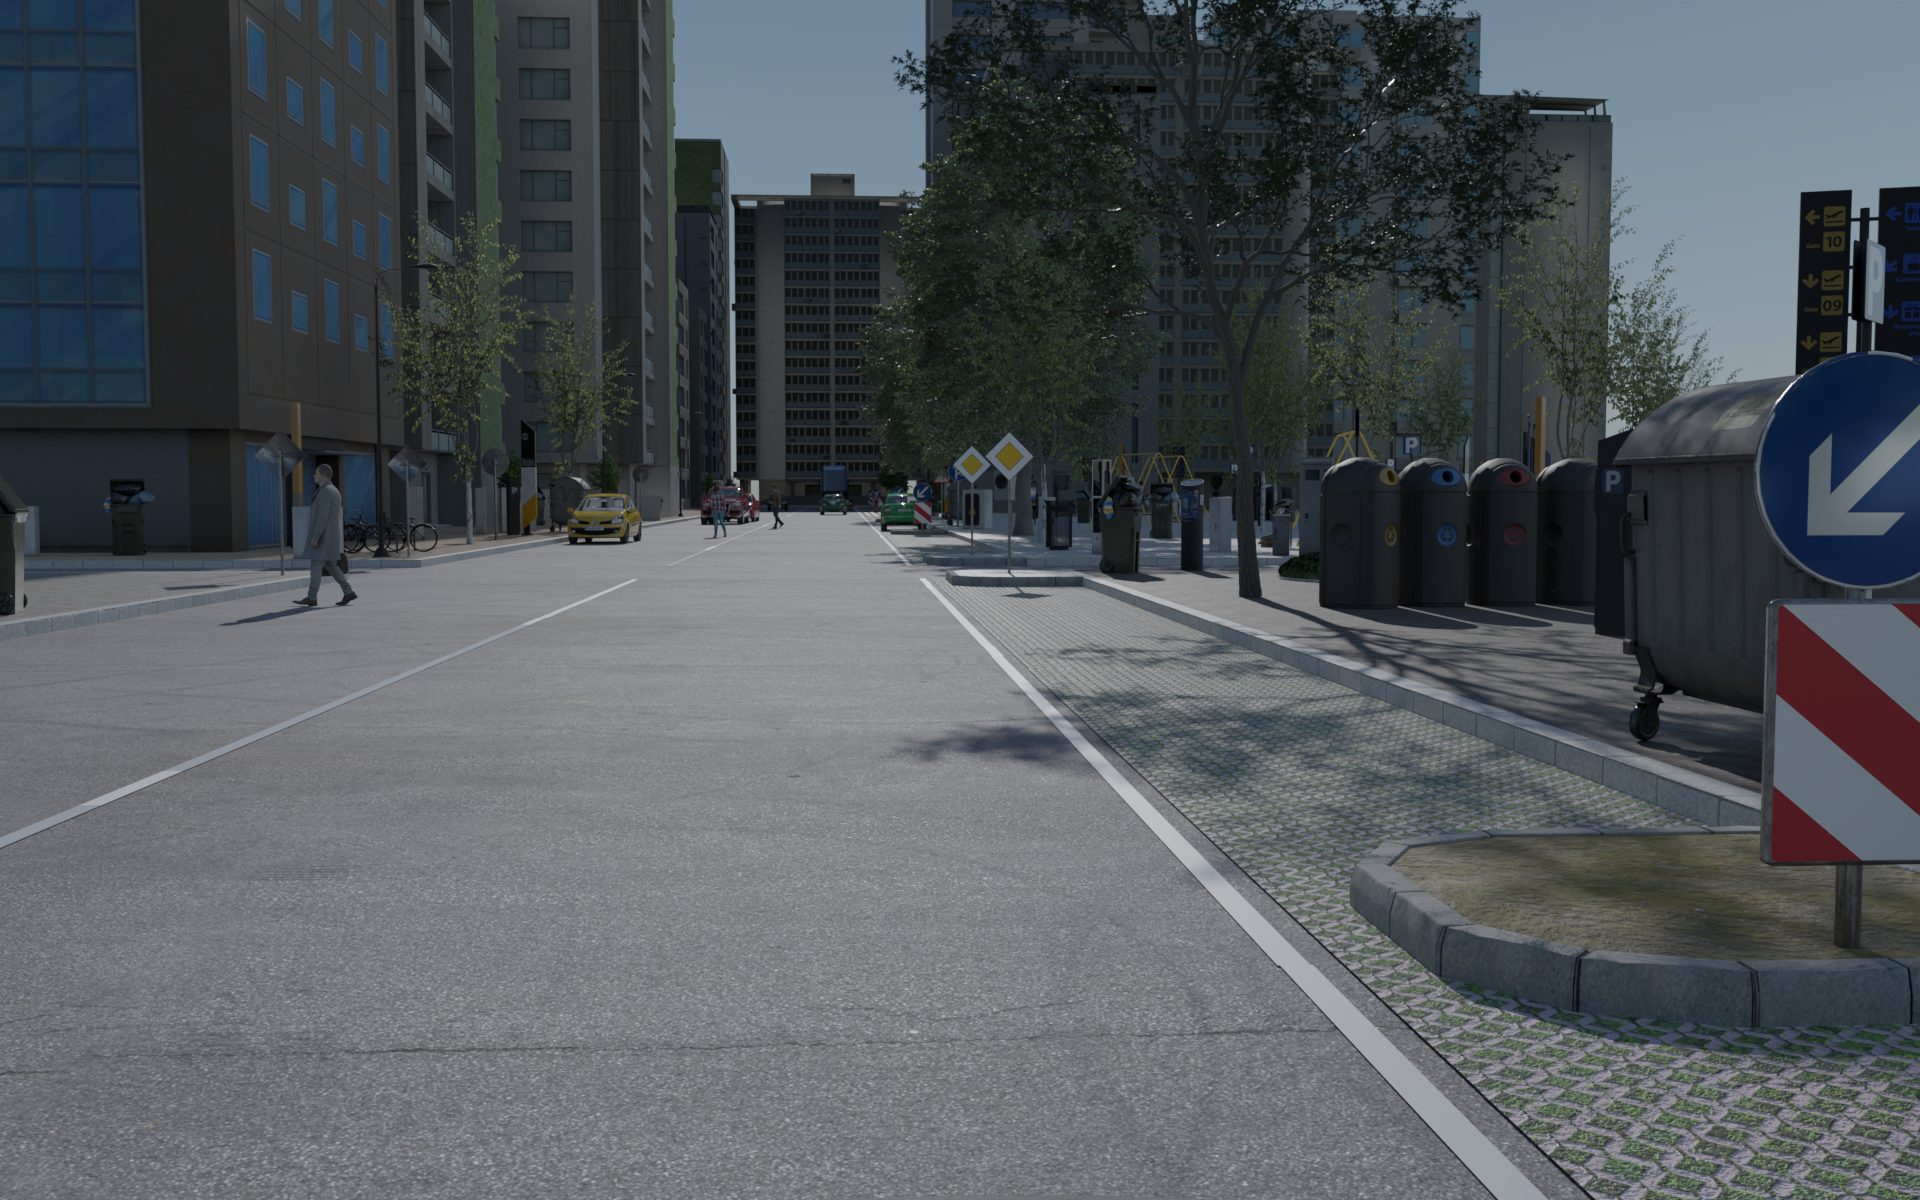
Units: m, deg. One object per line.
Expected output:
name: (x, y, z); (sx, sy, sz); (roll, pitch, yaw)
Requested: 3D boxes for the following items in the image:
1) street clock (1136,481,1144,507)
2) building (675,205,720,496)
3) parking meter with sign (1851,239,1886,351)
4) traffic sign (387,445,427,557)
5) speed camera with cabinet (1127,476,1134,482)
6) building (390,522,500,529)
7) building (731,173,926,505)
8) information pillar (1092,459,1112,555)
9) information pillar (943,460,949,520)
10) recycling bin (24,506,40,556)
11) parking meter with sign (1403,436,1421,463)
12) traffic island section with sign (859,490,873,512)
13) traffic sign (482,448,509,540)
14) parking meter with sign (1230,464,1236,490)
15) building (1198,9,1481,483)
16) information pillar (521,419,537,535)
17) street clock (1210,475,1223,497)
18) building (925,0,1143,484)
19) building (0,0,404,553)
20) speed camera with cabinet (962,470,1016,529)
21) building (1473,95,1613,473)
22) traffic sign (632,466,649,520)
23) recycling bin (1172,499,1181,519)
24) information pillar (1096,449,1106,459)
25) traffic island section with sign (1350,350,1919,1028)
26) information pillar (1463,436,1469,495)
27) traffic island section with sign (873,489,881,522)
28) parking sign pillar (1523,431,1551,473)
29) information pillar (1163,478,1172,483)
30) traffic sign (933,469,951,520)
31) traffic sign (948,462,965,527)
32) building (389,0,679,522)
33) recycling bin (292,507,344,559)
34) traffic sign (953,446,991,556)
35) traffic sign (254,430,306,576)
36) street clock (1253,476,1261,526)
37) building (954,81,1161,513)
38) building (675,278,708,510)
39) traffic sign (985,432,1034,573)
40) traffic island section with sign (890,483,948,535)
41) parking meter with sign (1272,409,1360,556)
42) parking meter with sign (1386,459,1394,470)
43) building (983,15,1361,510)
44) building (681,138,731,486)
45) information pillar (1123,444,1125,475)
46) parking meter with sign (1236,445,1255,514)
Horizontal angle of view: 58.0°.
street clock: (9.821, -5.504, 94.563); (0.358, 2.002, 0.471); (-2, 4, -31)
building: (-31.554, -24.655, 174.811); (14.107, 30.474, 14.160); (0, 4, -4)
parking meter with sign: (6.945, -0.937, 11.578); (1.738, 3.016, 0.543); (3, 5, 40)
traffic sign: (-11.221, -1.930, 35.200); (0.795, 2.450, 0.064); (0, 4, -4)
speed camera with cabinet: (7.970, -5.788, 88.965); (2.038, 3.252, 0.660); (-2, 4, -33)
building: (-25.763, -23.325, 64.960); (14.154, 41.232, 14.086); (0, 4, -4)
building: (-15.608, -31.856, 212.723); (23.993, 40.220, 32.217); (0, 4, -4)
information pillar: (3.007, -1.977, 36.822); (0.304, 2.012, 0.304); (3, 5, 40)
information pillar: (-0.656, -5.814, 86.420); (0.183, 3.616, 0.504); (-1, 4, -20)
recycling bin: (-19.498, -1.424, 35.837); (0.722, 1.027, 0.722); (-1, 4, -21)
parking meter with sign: (14.128, -3.460, 52.839); (0.543, 3.016, 1.738); (3, 5, 39)
traffic island section with sign: (-8.561, -9.540, 164.607); (1.989, 1.847, 2.006); (0, 4, -4)
traffic sign: (-12.920, -2.939, 48.158); (0.768, 2.556, 0.104); (0, 4, 1)
parking meter with sign: (16.318, -6.383, 100.623); (0.543, 3.016, 1.738); (-1, 4, -19)
building: (36.075, -33.953, 174.746); (30.456, 49.044, 23.786); (0, 4, -4)
information pillar: (-13.371, -3.812, 53.682); (0.504, 3.616, 0.183); (1, 4, 12)
street clock: (9.653, -3.713, 65.280); (0.471, 2.002, 0.358); (0, 4, 7)
building: (7.098, -38.398, 169.813); (21.231, 58.520, 28.212); (0, 4, -4)
building: (-22.962, -24.022, 42.873); (14.600, 45.320, 14.200); (0, 4, -4)
speed camera with cabinet: (1.071, -4.208, 63.141); (2.038, 3.252, 0.660); (2, 4, 34)
building: (58.184, -30.433, 181.173); (14.086, 41.232, 14.154); (0, 4, -4)
traffic sign: (-14.612, -4.843, 79.282); (0.768, 2.556, 0.104); (0, 4, -1)
recycling bin: (10.429, -4.375, 84.091); (0.722, 1.027, 0.722); (0, 4, -7)
information pillar: (6.840, -5.674, 84.122); (0.504, 3.616, 0.183); (-1, 4, -12)
traffic island section with sign: (2.369, 0.186, 5.580); (1.989, 1.847, 2.006); (0, 4, -4)
information pillar: (20.457, -4.813, 70.052); (0.183, 3.616, 0.504); (2, 4, 34)
traffic island section with sign: (-3.305, -4.860, 88.096); (1.989, 1.847, 2.006); (0, 4, -4)
parking sign pillar: (24.876, -5.268, 74.601); (1.447, 3.967, 1.447); (-2, 4, -24)
information pillar: (9.540, -4.595, 79.616); (0.304, 2.012, 0.304); (-3, 5, -43)
traffic sign: (-0.899, -5.188, 84.829); (0.884, 2.594, 0.081); (0, 4, 1)
traffic sign: (-0.082, -4.146, 67.895); (0.768, 2.556, 0.104); (0, 4, 5)
building: (-23.083, -25.078, 93.614); (14.154, 41.232, 14.086); (0, 4, -4)
recycling bin: (-12.842, -1.352, 34.651); (0.722, 1.027, 0.722); (1, 4, 11)
traffic sign: (0.247, -1.977, 35.964); (0.795, 2.450, 0.064); (0, 4, -4)
traffic sign: (-10.674, -1.443, 27.233); (0.795, 2.450, 0.064); (0, 4, -4)
street clock: (12.001, -3.951, 69.168); (0.358, 2.002, 0.471); (0, 4, -2)
building: (6.424, -21.621, 125.207); (14.160, 30.474, 14.107); (0, 4, -4)
building: (-37.230, -18.786, 152.192); (27.650, 21.520, 28.899); (0, 4, -4)
traffic sign: (0.795, -1.490, 27.998); (0.795, 2.450, 0.064); (0, 4, -4)
traffic island section with sign: (-1.466, -3.216, 61.204); (1.989, 1.847, 2.006); (0, 4, -4)
parking meter with sign: (7.367, -2.422, 35.861); (1.738, 3.016, 0.543); (1, 4, 14)
parking meter with sign: (20.855, -5.531, 86.699); (0.543, 3.016, 1.738); (-3, 4, -36)
building: (14.237, -27.698, 144.746); (32.217, 40.220, 23.993); (0, 4, -4)
building: (-34.152, -31.710, 202.058); (14.086, 41.232, 14.154); (0, 4, -4)
information pillar: (7.597, -5.460, 80.631); (0.183, 3.616, 0.504); (0, 4, -3)
parking meter with sign: (10.323, -4.032, 62.184); (0.543, 3.016, 1.738); (1, 4, 11)
